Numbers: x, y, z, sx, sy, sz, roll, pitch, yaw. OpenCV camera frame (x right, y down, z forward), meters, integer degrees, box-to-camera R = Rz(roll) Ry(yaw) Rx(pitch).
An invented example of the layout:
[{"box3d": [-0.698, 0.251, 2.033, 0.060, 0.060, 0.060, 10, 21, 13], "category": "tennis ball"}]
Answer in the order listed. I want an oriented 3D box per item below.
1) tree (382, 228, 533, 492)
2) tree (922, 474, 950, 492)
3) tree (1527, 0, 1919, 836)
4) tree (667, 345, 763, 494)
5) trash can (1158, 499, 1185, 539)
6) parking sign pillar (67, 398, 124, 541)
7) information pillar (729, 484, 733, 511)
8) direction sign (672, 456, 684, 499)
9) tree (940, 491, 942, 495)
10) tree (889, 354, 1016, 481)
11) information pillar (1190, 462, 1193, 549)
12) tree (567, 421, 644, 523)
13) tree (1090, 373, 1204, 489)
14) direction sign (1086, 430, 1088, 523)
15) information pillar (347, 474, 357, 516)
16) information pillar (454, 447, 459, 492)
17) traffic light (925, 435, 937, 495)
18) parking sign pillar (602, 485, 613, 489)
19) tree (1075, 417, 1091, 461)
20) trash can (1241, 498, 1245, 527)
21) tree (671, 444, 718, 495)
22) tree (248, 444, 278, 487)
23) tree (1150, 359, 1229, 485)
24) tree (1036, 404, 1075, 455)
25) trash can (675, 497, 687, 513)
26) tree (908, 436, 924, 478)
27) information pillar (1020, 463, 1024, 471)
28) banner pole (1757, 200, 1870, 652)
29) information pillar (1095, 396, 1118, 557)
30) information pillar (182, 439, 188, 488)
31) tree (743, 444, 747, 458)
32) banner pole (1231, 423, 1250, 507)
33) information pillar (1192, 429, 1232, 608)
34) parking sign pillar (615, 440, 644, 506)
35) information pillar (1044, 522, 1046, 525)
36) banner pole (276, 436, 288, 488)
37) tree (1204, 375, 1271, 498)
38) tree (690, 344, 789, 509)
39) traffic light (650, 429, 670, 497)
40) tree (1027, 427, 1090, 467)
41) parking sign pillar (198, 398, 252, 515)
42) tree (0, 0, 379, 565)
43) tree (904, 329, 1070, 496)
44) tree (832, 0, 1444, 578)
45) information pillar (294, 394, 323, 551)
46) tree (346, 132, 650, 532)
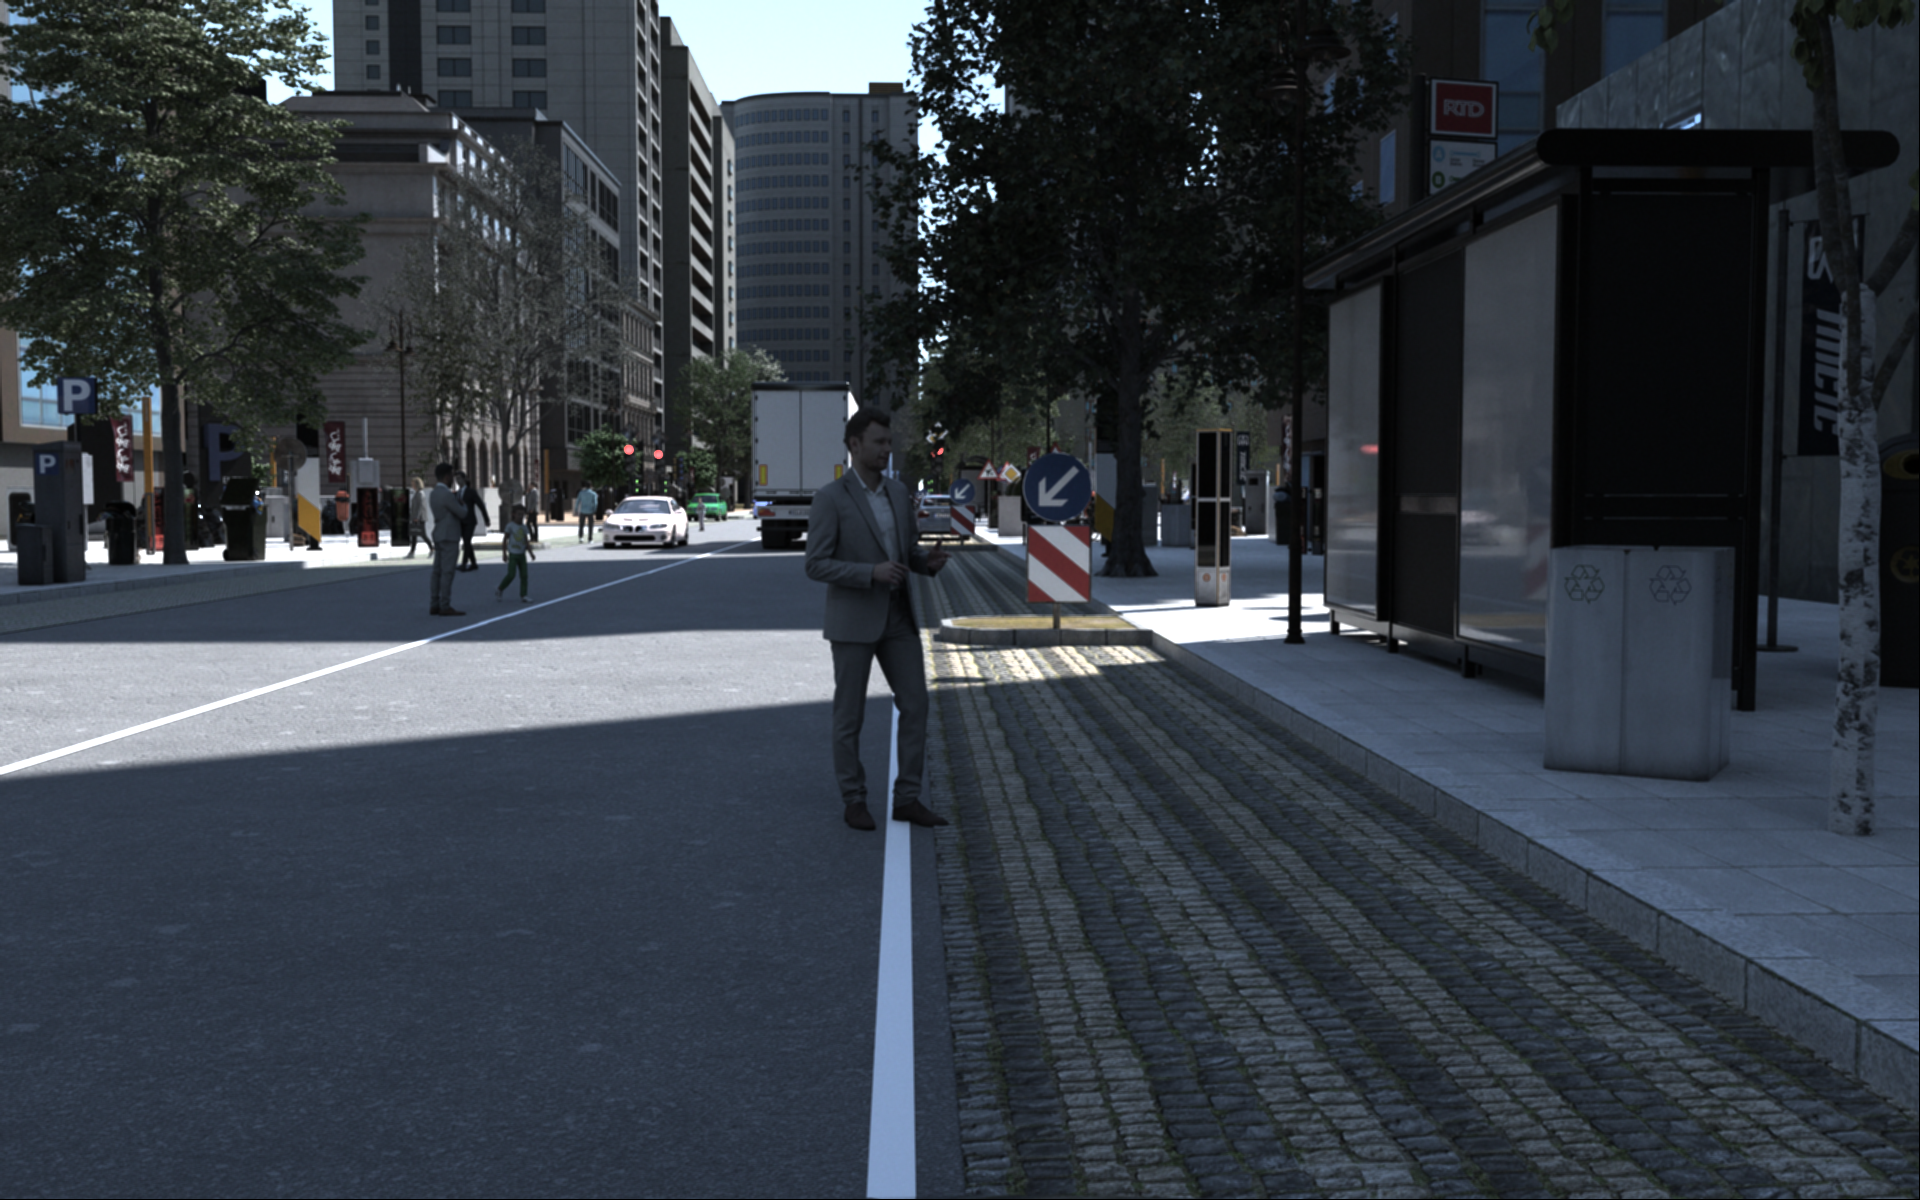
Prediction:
[{"box3d": [-14.330, -6.023, 48.846, 4.360, 8.622, 3.978, 0, 3, 0], "category": "tree"}, {"box3d": [-1.986, -11.390, 169.942, 4.285, 4.588, 4.351, 0, 3, 0], "category": "tree"}, {"box3d": [3.194, -3.413, 6.166, 4.737, 8.622, 4.395, 0, 3, 0], "category": "tree"}, {"box3d": [-16.682, -11.906, 120.418, 9.928, 11.665, 9.643, 0, 3, 0], "category": "tree"}, {"box3d": [5.799, -2.191, 47.484, 0.748, 1.137, 0.748, 0, 3, 0], "category": "trash can"}, {"box3d": [-23.681, -3.608, 47.464, 1.447, 3.967, 1.447, -1, 4, -16], "category": "parking sign pillar"}, {"box3d": [-16.901, -7.566, 128.193, 0.304, 2.012, 0.304, 1, 4, 11], "category": "information pillar"}, {"box3d": [-16.751, -6.777, 102.798, 0.379, 3.537, 0.876, 3, 4, 37], "category": "direction sign"}, {"box3d": [-2.240, -14.256, 183.454, 4.737, 8.622, 4.395, 0, 3, 0], "category": "tree"}, {"box3d": [-0.434, -13.804, 136.060, 12.009, 13.543, 11.850, 0, 3, 0], "category": "tree"}, {"box3d": [5.533, -2.187, 40.249, 0.304, 2.012, 0.304, 1, 4, 23], "category": "information pillar"}, {"box3d": [-15.952, -5.771, 78.062, 4.285, 4.588, 4.351, 0, 3, 0], "category": "tree"}, {"box3d": [10.238, -8.840, 94.894, 4.360, 8.622, 3.978, 0, 3, 0], "category": "tree"}, {"box3d": [4.521, -4.257, 61.604, 0.379, 3.537, 0.876, 0, 4, 7], "category": "direction sign"}, {"box3d": [-21.999, -3.563, 62.750, 0.304, 2.012, 0.304, -3, 4, -37], "category": "information pillar"}, {"box3d": [-23.487, -5.471, 80.809, 0.183, 3.616, 0.504, 0, 4, 0], "category": "information pillar"}, {"box3d": [-1.108, -5.263, 74.968, 0.839, 4.253, 0.868, 0, 4, -2], "category": "traffic light"}, {"box3d": [-21.982, -7.416, 109.729, 1.447, 3.967, 1.447, 0, 4, -4], "category": "parking sign pillar"}, {"box3d": [11.328, -10.886, 128.346, 4.360, 8.622, 3.978, 0, 3, 0], "category": "tree"}, {"box3d": [11.403, -3.453, 68.102, 0.748, 1.137, 0.748, 0, 3, 0], "category": "trash can"}, {"box3d": [-17.286, -7.928, 113.340, 4.285, 4.588, 4.351, 0, 3, 0], "category": "tree"}, {"box3d": [-24.424, -3.974, 59.575, 1.663, 3.219, 1.824, 0, 3, 0], "category": "tree"}, {"box3d": [18.977, -13.746, 142.871, 7.486, 12.596, 7.792, 0, 3, 0], "category": "tree"}, {"box3d": [8.198, -11.691, 141.516, 4.360, 8.622, 3.978, 0, 3, 0], "category": "tree"}, {"box3d": [-15.661, -5.231, 97.187, 0.748, 1.137, 0.748, 0, 3, 0], "category": "trash can"}, {"box3d": [-3.668, -17.009, 212.506, 7.601, 10.594, 8.767, -3, 5, -42], "category": "tree"}, {"box3d": [4.399, -7.954, 121.401, 0.504, 3.616, 0.183, -3, 5, -40], "category": "information pillar"}, {"box3d": [6.831, -1.464, 13.961, 0.401, 3.779, 0.863, -3, 5, -42], "category": "banner pole"}, {"box3d": [3.002, -2.690, 35.330, 0.504, 3.616, 0.183, -1, 4, -14], "category": "information pillar"}, {"box3d": [-28.330, -4.389, 63.116, 0.504, 3.616, 0.183, 2, 4, 23], "category": "information pillar"}, {"box3d": [-19.190, -17.337, 193.827, 12.009, 13.543, 11.850, 0, 3, 0], "category": "tree"}, {"box3d": [9.789, -4.335, 60.890, 0.863, 3.779, 0.401, 0, 4, -5], "category": "banner pole"}, {"box3d": [2.881, -0.930, 19.701, 0.304, 2.012, 0.304, 3, 4, 37], "category": "information pillar"}, {"box3d": [-16.208, -5.913, 85.157, 1.447, 3.967, 1.447, -1, 4, -12], "category": "parking sign pillar"}, {"box3d": [2.772, -2.971, 53.068, 0.304, 2.012, 0.304, 1, 4, 18], "category": "information pillar"}, {"box3d": [-29.118, -5.170, 74.542, 0.401, 3.779, 0.863, 3, 4, 37], "category": "banner pole"}, {"box3d": [16.114, -8.941, 96.541, 4.360, 8.622, 3.978, 0, 3, 0], "category": "tree"}, {"box3d": [-18.262, -14.795, 148.555, 9.857, 13.997, 8.962, 0, 3, 0], "category": "tree"}, {"box3d": [-12.913, -5.239, 74.574, 0.839, 4.253, 0.868, 0, 4, -2], "category": "traffic light"}, {"box3d": [2.695, -3.421, 50.541, 1.663, 3.219, 1.824, 0, 3, 0], "category": "tree"}, {"box3d": [-20.469, -3.658, 48.278, 1.447, 3.967, 1.447, 3, 5, 42], "category": "parking sign pillar"}, {"box3d": [-14.816, -6.925, 31.351, 7.486, 12.596, 7.792, 0, 3, 0], "category": "tree"}, {"box3d": [1.763, -10.042, 82.308, 7.486, 12.596, 7.792, 0, 3, 0], "category": "tree"}, {"box3d": [2.723, -6.719, 26.866, 9.611, 12.733, 9.660, 0, 3, 0], "category": "tree"}, {"box3d": [-14.760, -2.930, 39.255, 0.504, 3.616, 0.183, -2, 4, -28], "category": "information pillar"}, {"box3d": [-15.211, -9.038, 58.146, 12.009, 13.543, 11.850, 0, 3, 0], "category": "tree"}]
